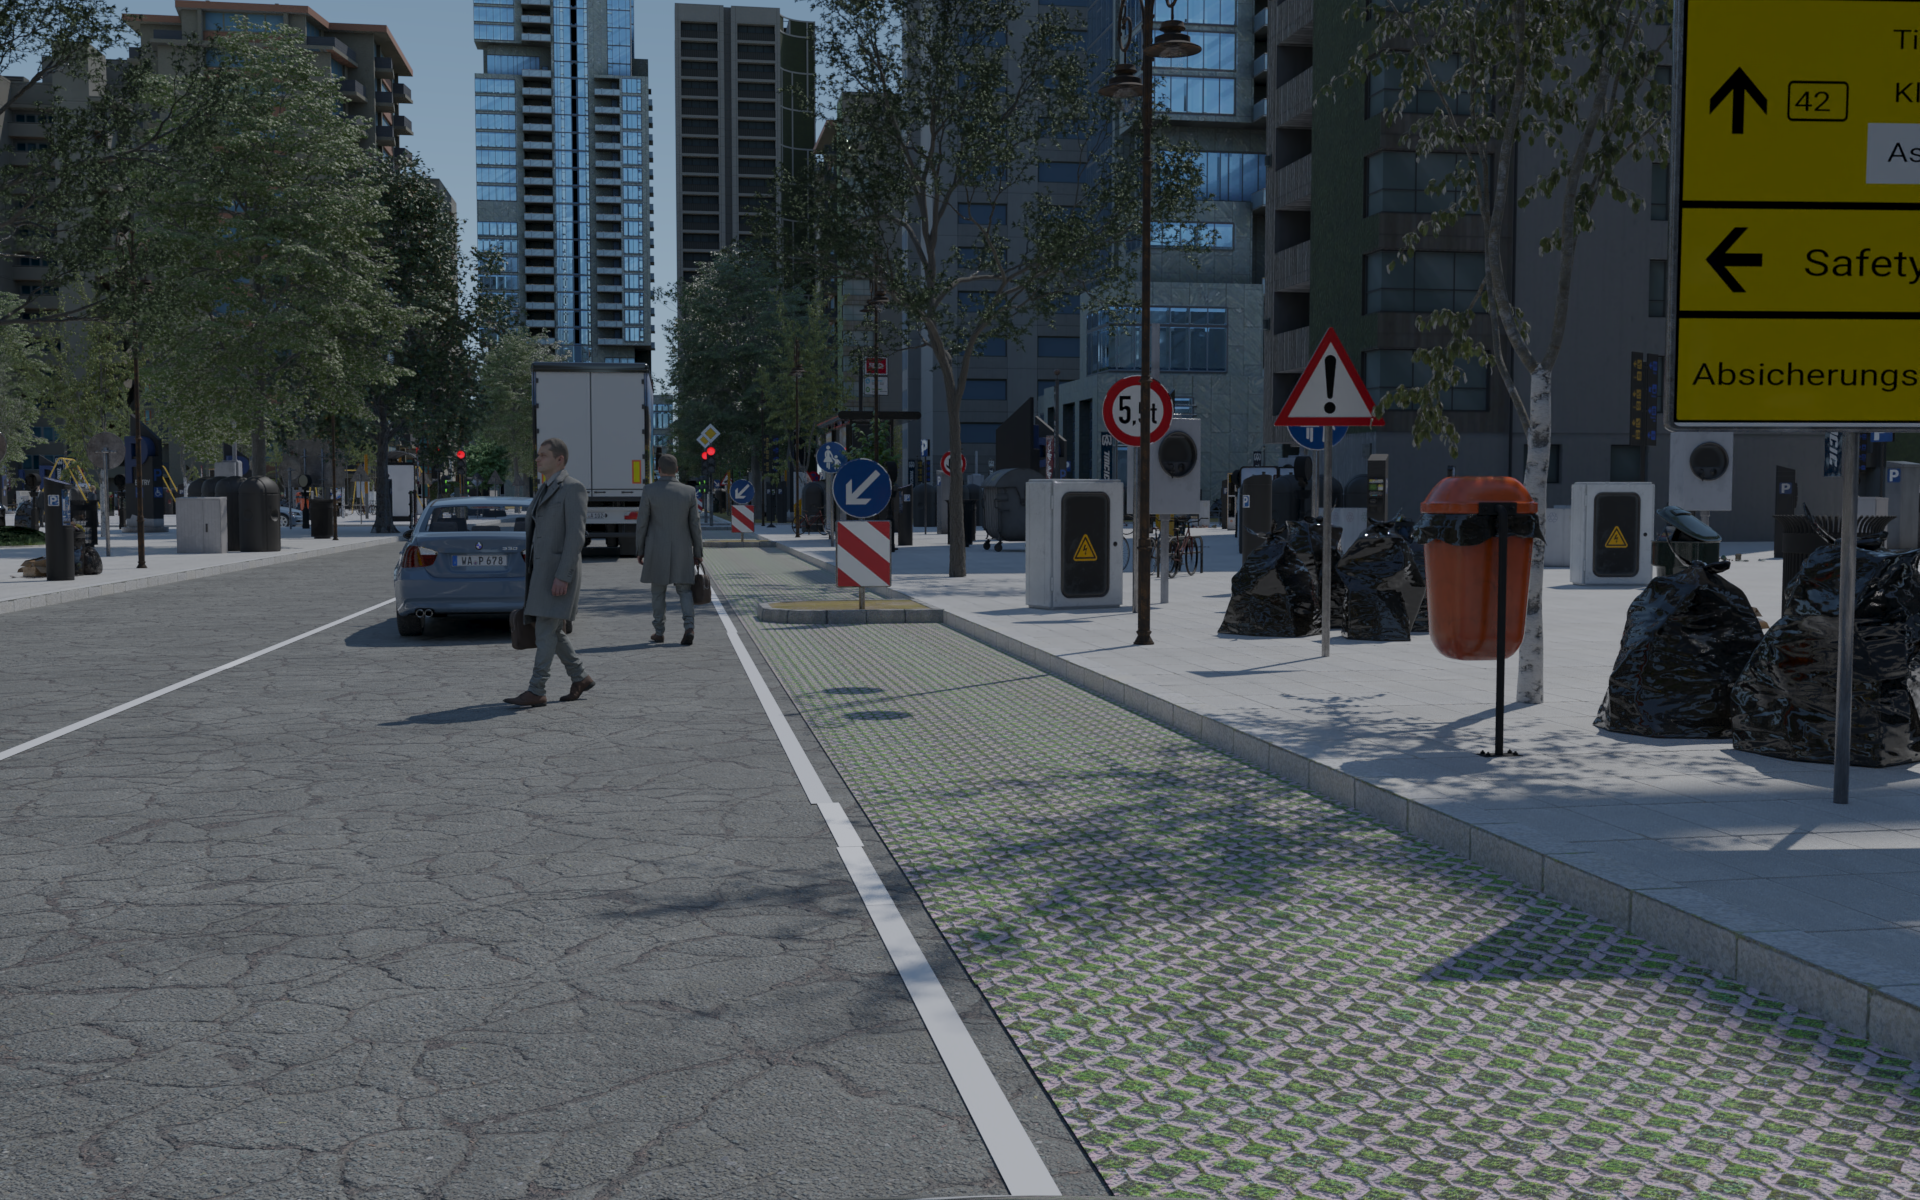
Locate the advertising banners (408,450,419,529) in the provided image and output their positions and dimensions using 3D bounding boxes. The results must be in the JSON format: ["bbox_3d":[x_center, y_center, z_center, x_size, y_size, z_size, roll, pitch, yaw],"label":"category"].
[{"bbox_3d":[-20.177,-4.152,64.074,0.090,3.025,2.074,0,4,-7],"label":"advertising banners"}]

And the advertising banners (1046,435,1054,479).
[{"bbox_3d":[2.363,-3.432,52.300,0.090,3.025,2.074,-2,4,-23],"label":"advertising banners"}]

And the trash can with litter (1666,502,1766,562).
[{"bbox_3d":[14.274,-1.362,33.334,2.233,1.210,1.678,2,4,31],"label":"trash can with litter"}]

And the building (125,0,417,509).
[{"bbox_3d":[-62.227,-30.815,158.443,22.147,44.769,28.867,-1,4,-10],"label":"building"}]

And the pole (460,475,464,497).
[{"bbox_3d":[-21.841,-5.019,75.909,0.158,3.312,0.155,0,3,0],"label":"pole"}]

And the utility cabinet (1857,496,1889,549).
[{"bbox_3d":[19.910,-1.638,37.938,0.306,1.237,1.020,0,4,-2],"label":"utility cabinet"}]

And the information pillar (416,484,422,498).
[{"bbox_3d":[-35.318,-6.642,113.083,0.304,2.012,0.304,-2,4,-34],"label":"information pillar"}]

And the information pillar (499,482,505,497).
[{"bbox_3d":[-27.899,-6.179,105.518,0.304,2.012,0.304,-2,4,-24],"label":"information pillar"}]

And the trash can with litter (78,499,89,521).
[{"bbox_3d":[-41.957,-4.383,83.047,1.055,1.170,0.624,0,4,-2],"label":"trash can with litter"}]

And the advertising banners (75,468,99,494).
[{"bbox_3d":[-57.724,-7.280,115.220,2.074,3.025,0.090,-3,5,-44],"label":"advertising banners"}]

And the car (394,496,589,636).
[{"bbox_3d":[-5.090,-0.423,18.920,2.014,1.417,4.499,-1,4,-11],"label":"car"}]

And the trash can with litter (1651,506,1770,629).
[{"bbox_3d":[6.959,-0.284,16.033,0.624,1.170,1.055,-3,4,-37],"label":"trash can with litter"}]

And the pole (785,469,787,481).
[{"bbox_3d":[-10.239,-6.614,101.987,0.158,3.312,0.155,0,3,0],"label":"pole"}]

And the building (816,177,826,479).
[{"bbox_3d":[-8.171,-41.440,266.777,27.495,52.752,28.713,-1,4,-10],"label":"building"}]

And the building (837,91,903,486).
[{"bbox_3d":[-5.919,-30.382,180.339,14.154,41.232,14.086,-1,4,-10],"label":"building"}]

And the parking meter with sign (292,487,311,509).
[{"bbox_3d":[-45.176,-7.456,118.161,1.738,3.016,0.543,-1,4,-13],"label":"parking meter with sign"}]

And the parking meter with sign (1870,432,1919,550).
[{"bbox_3d":[21.866,-2.682,40.105,1.738,3.016,0.543,-2,4,-27],"label":"parking meter with sign"}]

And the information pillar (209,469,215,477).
[{"bbox_3d":[-21.551,-2.800,50.276,0.304,2.012,0.304,2,4,33],"label":"information pillar"}]

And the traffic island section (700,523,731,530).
[{"bbox_3d":[-11.272,-3.346,76.989,2.009,0.180,2.903,-1,4,-10],"label":"traffic island section"}]

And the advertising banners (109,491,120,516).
[{"bbox_3d":[-49.069,-6.424,101.217,0.090,3.025,2.074,1,4,20],"label":"advertising banners"}]

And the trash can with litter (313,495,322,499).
[{"bbox_3d":[-40.470,-5.929,107.997,2.233,1.210,1.678,-3,4,-36],"label":"trash can with litter"}]

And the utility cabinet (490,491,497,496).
[{"bbox_3d":[-29.859,-6.214,110.277,0.318,1.500,1.173,1,4,10],"label":"utility cabinet"}]

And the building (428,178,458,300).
[{"bbox_3d":[-84.421,-38.321,250.252,21.600,48.544,21.300,-1,4,-10],"label":"building"}]

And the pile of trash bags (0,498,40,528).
[{"bbox_3d":[-35.906,-3.325,64.112,3.447,1.369,1.912,-1,4,-12],"label":"pile of trash bags"}]

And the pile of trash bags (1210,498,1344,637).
[{"bbox_3d":[4.059,-0.421,16.637,1.912,1.369,3.447,3,5,41],"label":"pile of trash bags"}]

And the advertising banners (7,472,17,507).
[{"bbox_3d":[-75.653,-8.740,139.087,2.074,3.025,0.090,-1,4,-19],"label":"advertising banners"}]

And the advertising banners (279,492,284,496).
[{"bbox_3d":[-52.772,-8.559,136.135,0.090,3.025,2.074,1,4,21],"label":"advertising banners"}]

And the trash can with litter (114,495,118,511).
[{"bbox_3d":[-65.141,-7.510,133.842,1.678,1.210,2.233,-3,5,-44],"label":"trash can with litter"}]

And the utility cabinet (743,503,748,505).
[{"bbox_3d":[-11.393,-4.959,92.242,0.306,1.237,1.020,0,4,-4],"label":"utility cabinet"}]

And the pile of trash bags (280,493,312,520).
[{"bbox_3d":[-38.595,-5.381,97.732,3.447,1.369,1.912,-3,5,-45],"label":"pile of trash bags"}]

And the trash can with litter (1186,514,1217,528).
[{"bbox_3d":[9.047,-3.319,65.321,2.233,1.210,1.678,3,5,45],"label":"trash can with litter"}]

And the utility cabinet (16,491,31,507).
[{"bbox_3d":[-68.281,-7.195,126.323,0.318,1.500,1.173,1,4,8],"label":"utility cabinet"}]

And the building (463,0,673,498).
[{"bbox_3d":[-58.058,-57.528,253.261,31.000,86.520,22.319,-1,4,-10],"label":"building"}]

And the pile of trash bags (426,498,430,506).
[{"bbox_3d":[-37.809,-6.750,120.118,3.447,1.369,1.912,-1,4,-13],"label":"pile of trash bags"}]

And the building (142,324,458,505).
[{"bbox_3d":[-71.701,-21.268,192.770,28.899,21.520,27.650,-1,4,-10],"label":"building"}]

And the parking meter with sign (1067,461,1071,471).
[{"bbox_3d":[5.432,-5.866,92.173,0.543,3.016,1.738,0,4,-8],"label":"parking meter with sign"}]

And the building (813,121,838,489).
[{"bbox_3d":[-5.511,-33.486,202.118,22.147,44.769,28.867,-1,4,-10],"label":"building"}]

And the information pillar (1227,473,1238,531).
[{"bbox_3d":[9.564,-3.452,60.935,0.304,2.012,0.304,1,4,12],"label":"information pillar"}]

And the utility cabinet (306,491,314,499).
[{"bbox_3d":[-47.806,-7.201,126.413,1.173,1.500,0.318,-2,4,-26],"label":"utility cabinet"}]

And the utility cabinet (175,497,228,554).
[{"bbox_3d":[-16.405,-1.608,37.460,1.020,1.237,0.306,0,4,6],"label":"utility cabinet"}]

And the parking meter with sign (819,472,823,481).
[{"bbox_3d":[-10.242,-8.615,137.124,1.738,3.016,0.543,1,4,21],"label":"parking meter with sign"}]

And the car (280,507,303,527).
[{"bbox_3d":[-29.096,-3.585,70.625,4.499,1.417,2.014,-1,4,-10],"label":"car"}]

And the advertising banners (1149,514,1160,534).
[{"bbox_3d":[6.611,-3.645,55.779,0.090,3.025,2.074,-3,5,-44],"label":"advertising banners"}]

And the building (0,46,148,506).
[{"bbox_3d":[-96.988,-34.635,189.983,21.600,48.544,21.300,-1,4,-10],"label":"building"}]

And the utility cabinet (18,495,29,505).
[{"bbox_3d":[-45.020,-4.410,83.263,0.306,1.237,1.020,-3,4,-39],"label":"utility cabinet"}]

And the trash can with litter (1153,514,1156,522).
[{"bbox_3d":[9.273,-4.219,80.375,1.055,1.170,0.624,3,5,39],"label":"trash can with litter"}]

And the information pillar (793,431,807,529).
[{"bbox_3d":[-5.967,-4.474,64.507,0.504,3.616,0.183,-1,4,-16],"label":"information pillar"}]

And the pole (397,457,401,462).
[{"bbox_3d":[-28.160,-5.701,87.061,0.158,3.312,0.155,0,3,0],"label":"pole"}]

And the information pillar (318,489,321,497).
[{"bbox_3d":[-52.694,-8.457,142.766,0.304,2.012,0.304,1,4,15],"label":"information pillar"}]

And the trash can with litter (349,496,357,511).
[{"bbox_3d":[-46.732,-7.505,134.101,1.055,1.170,0.624,-1,4,-17],"label":"trash can with litter"}]

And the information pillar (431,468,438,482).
[{"bbox_3d":[-37.271,-8.054,123.035,0.504,3.616,0.183,-1,4,-10],"label":"information pillar"}]

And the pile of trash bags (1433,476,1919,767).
[{"bbox_3d":[3.994,0.051,8.927,3.447,1.369,1.912,-1,4,-10],"label":"pile of trash bags"}]

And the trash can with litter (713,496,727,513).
[{"bbox_3d":[-16.513,-6.563,118.700,1.055,1.170,0.624,0,4,0],"label":"trash can with litter"}]

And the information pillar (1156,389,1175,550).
[{"bbox_3d":[4.587,-2.890,38.611,0.504,3.616,0.183,-2,4,-34],"label":"information pillar"}]

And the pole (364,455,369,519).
[{"bbox_3d":[-30.647,-5.845,89.413,0.158,3.312,0.155,0,3,0],"label":"pole"}]

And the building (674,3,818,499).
[{"bbox_3d":[-31.730,-50.116,257.648,20.611,71.187,20.563,-1,4,-10],"label":"building"}]

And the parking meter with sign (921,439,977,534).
[{"bbox_3d":[-0.345,-3.622,55.473,1.738,3.016,0.543,-2,4,-24],"label":"parking meter with sign"}]

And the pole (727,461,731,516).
[{"bbox_3d":[-13.581,-6.605,101.834,0.158,3.312,0.155,0,3,0],"label":"pole"}]

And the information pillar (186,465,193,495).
[{"bbox_3d":[-60.933,-8.907,136.989,0.504,3.616,0.183,-1,4,-19],"label":"information pillar"}]
